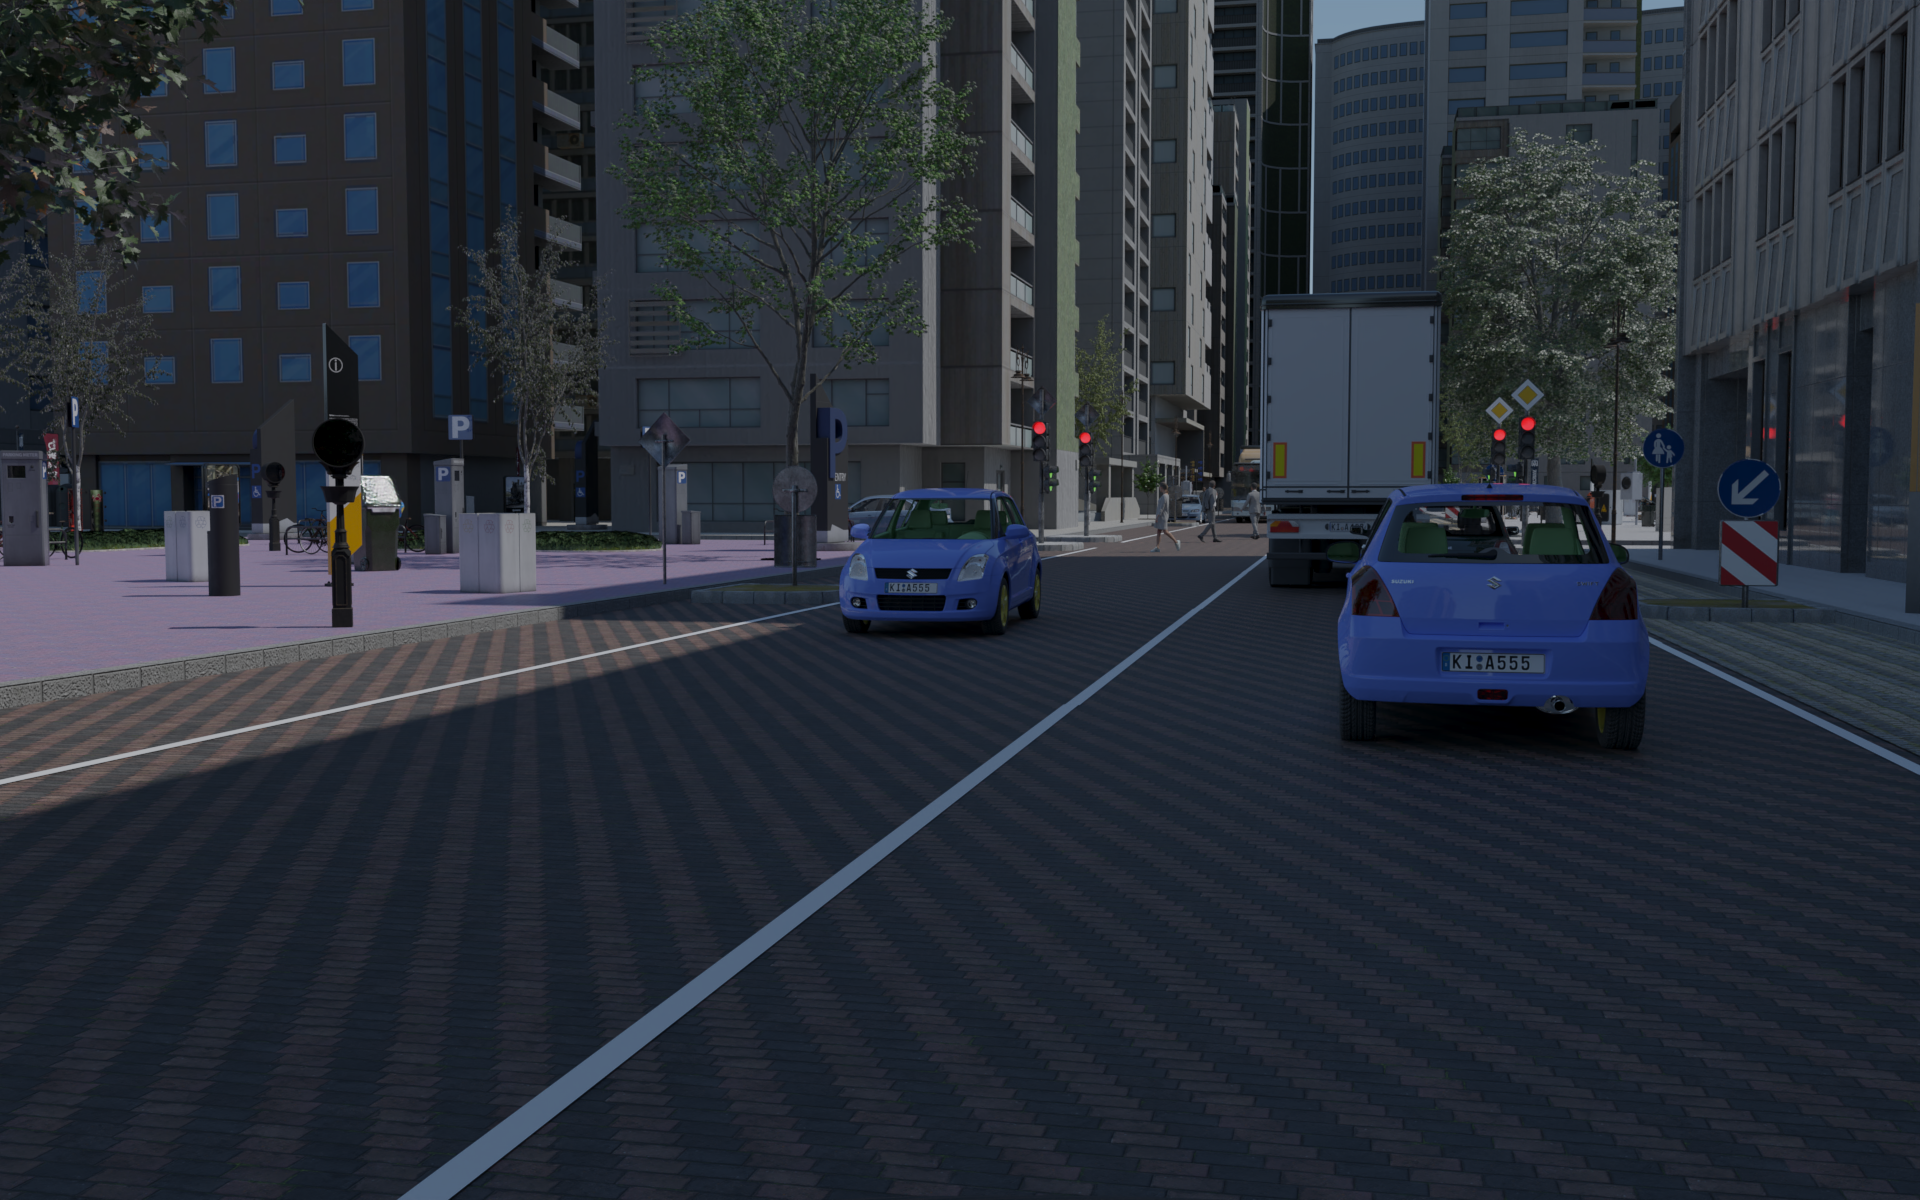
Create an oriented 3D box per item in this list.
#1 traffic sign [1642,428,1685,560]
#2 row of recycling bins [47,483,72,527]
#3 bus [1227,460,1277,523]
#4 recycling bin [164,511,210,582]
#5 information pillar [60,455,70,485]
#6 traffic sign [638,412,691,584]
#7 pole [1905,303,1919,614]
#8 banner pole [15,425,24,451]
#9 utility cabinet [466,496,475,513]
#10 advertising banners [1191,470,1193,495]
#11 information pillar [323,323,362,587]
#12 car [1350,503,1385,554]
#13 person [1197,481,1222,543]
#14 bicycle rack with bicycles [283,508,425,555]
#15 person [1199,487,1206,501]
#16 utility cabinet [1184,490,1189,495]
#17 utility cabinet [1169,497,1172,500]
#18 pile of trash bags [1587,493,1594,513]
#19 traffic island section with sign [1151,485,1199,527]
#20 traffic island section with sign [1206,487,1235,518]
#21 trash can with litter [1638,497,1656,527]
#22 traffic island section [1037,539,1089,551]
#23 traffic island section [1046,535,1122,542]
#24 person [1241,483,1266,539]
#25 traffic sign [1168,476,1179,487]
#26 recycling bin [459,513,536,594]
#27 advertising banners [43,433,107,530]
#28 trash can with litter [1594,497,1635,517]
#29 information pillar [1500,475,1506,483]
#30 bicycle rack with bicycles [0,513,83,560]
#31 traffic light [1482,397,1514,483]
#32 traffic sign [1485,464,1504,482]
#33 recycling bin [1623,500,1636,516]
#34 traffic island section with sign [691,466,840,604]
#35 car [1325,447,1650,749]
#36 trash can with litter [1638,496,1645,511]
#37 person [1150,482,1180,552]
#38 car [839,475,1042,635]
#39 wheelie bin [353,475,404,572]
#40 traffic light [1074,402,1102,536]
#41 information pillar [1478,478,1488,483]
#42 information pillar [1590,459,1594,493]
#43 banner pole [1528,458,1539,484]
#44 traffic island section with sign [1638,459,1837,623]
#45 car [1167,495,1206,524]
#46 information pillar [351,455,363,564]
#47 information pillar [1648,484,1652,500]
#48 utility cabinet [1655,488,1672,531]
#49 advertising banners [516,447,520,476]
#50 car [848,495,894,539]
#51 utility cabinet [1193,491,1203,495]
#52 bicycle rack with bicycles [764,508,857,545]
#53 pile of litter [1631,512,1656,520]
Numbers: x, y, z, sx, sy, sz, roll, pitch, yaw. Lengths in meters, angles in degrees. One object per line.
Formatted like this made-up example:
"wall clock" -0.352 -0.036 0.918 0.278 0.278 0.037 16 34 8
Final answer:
"traffic sign" 13.638 -2.052 33.649 0.768 2.556 0.104 1 4 14
"row of recycling bins" -36.025 -3.738 68.234 3.534 1.692 1.069 2 4 26
"bus" 15.757 -5.799 89.680 2.948 3.499 13.247 1 4 13
"recycling bin" -11.232 -0.797 25.593 0.722 1.027 0.722 3 4 36
"information pillar" -36.776 -4.878 71.111 0.504 3.616 0.183 1 4 11
"traffic sign" -4.191 -1.428 24.536 0.795 2.450 0.064 1 4 15
"pole" 10.302 -1.512 18.560 0.158 3.312 0.155 0 3 0
"banner pole" -33.983 -4.444 62.680 0.401 3.779 0.863 -3 5 -44
"utility cabinet" -32.034 -6.232 113.051 1.020 1.237 0.306 3 4 36
"advertising banners" 14.601 -6.905 109.091 0.090 3.025 2.074 0 4 8
"information pillar" -8.579 -1.999 24.041 0.183 3.616 0.504 3 5 43
"car" 5.694 -0.671 20.755 2.009 1.686 4.222 1 4 13
"person" 7.424 -2.610 51.268 0.850 1.850 0.679 -1 4 -17
"bicycle rack with bicycles" -13.265 -1.460 37.255 2.925 0.926 2.852 1 4 11
"person" 12.794 -5.020 90.849 0.520 1.790 0.573 1 4 15
"utility cabinet" 13.667 -5.850 104.330 0.318 1.500 1.173 0 4 6
"utility cabinet" 13.286 -6.013 109.481 0.306 1.237 1.020 -1 4 -15
"pile of trash bags" 37.753 -6.017 108.131 3.447 1.369 1.912 0 4 -2
"traffic island section with sign" 9.634 -4.196 77.227 1.989 1.847 2.006 1 4 13
"traffic island section with sign" 15.503 -5.805 103.538 1.989 1.847 2.006 1 4 13
"trash can with litter" 27.009 -3.428 67.431 1.055 1.170 0.624 0 4 0
"traffic island section" 2.090 -1.391 45.025 2.009 0.180 2.903 1 4 13
"traffic island section" 3.831 -1.868 52.819 2.009 0.180 2.903 1 4 13
"person" 9.327 -2.818 54.849 0.678 1.792 0.850 -1 4 -18
"traffic sign" 11.847 -5.753 96.187 0.606 2.300 0.079 1 4 14
"recycling bin" -6.059 -0.621 22.703 0.722 1.027 0.722 2 4 26
"advertising banners" -25.822 -3.324 50.539 0.090 3.025 2.074 1 4 23
"trash can with litter" 33.107 -4.761 88.902 2.233 1.210 1.678 -2 4 -31
"information pillar" 21.161 -3.871 67.782 0.304 2.012 0.304 2 4 32
"bicycle rack with bicycles" -18.460 -1.235 33.574 2.852 0.926 2.925 2 4 34
"traffic light" 15.546 -3.741 50.093 0.839 4.253 0.868 1 4 13
"traffic sign" 22.221 -4.403 72.090 0.768 2.556 0.104 1 4 19
"recycling bin" 39.493 -5.478 102.116 0.722 1.027 0.722 1 4 17
"traffic island section with sign" -2.373 -0.910 23.500 1.989 1.847 2.006 1 4 13
"car" 3.330 -0.096 11.160 1.945 1.707 3.694 1 4 13
"trash can with litter" 38.156 -5.333 98.244 2.233 1.210 1.678 0 4 2
"person" 5.059 -2.050 42.768 0.760 1.731 0.466 -1 4 -21
"car" -0.148 -0.568 18.872 1.945 1.707 3.694 1 4 11
"wheelie bin" -9.808 -1.285 28.924 0.693 1.594 0.980 3 5 43
"traffic light" 3.868 -3.899 52.676 0.839 4.253 0.868 1 4 13
"information pillar" 23.220 -4.432 76.953 0.304 2.012 0.304 -1 4 -9
"information pillar" 41.691 -7.516 114.237 0.183 3.616 0.504 3 4 37
"banner pole" 35.157 -7.124 106.497 0.863 3.779 0.401 0 4 6
"traffic island section with sign" 8.898 -0.707 20.185 1.989 1.847 2.006 1 4 13
"car" 11.065 -4.448 84.725 2.014 1.417 4.499 1 4 13
"information pillar" -11.092 -1.662 31.674 0.304 2.012 0.304 0 4 -6
"information pillar" 41.177 -6.850 103.344 0.183 3.616 0.504 2 4 32
"utility cabinet" 24.190 -3.065 58.786 1.173 1.500 0.318 -1 4 -19
"advertising banners" -16.634 -4.184 64.602 0.090 3.025 2.074 -2 4 -25
"car" -2.435 -2.335 50.174 4.499 1.417 2.014 1 4 11
"utility cabinet" 16.780 -6.813 120.070 1.173 1.500 0.318 1 4 23
"bicycle rack with bicycles" -3.653 -1.883 44.172 2.852 0.926 2.925 1 4 16
"pile of litter" 33.648 -4.337 84.870 1.719 0.858 1.176 -1 4 -10
